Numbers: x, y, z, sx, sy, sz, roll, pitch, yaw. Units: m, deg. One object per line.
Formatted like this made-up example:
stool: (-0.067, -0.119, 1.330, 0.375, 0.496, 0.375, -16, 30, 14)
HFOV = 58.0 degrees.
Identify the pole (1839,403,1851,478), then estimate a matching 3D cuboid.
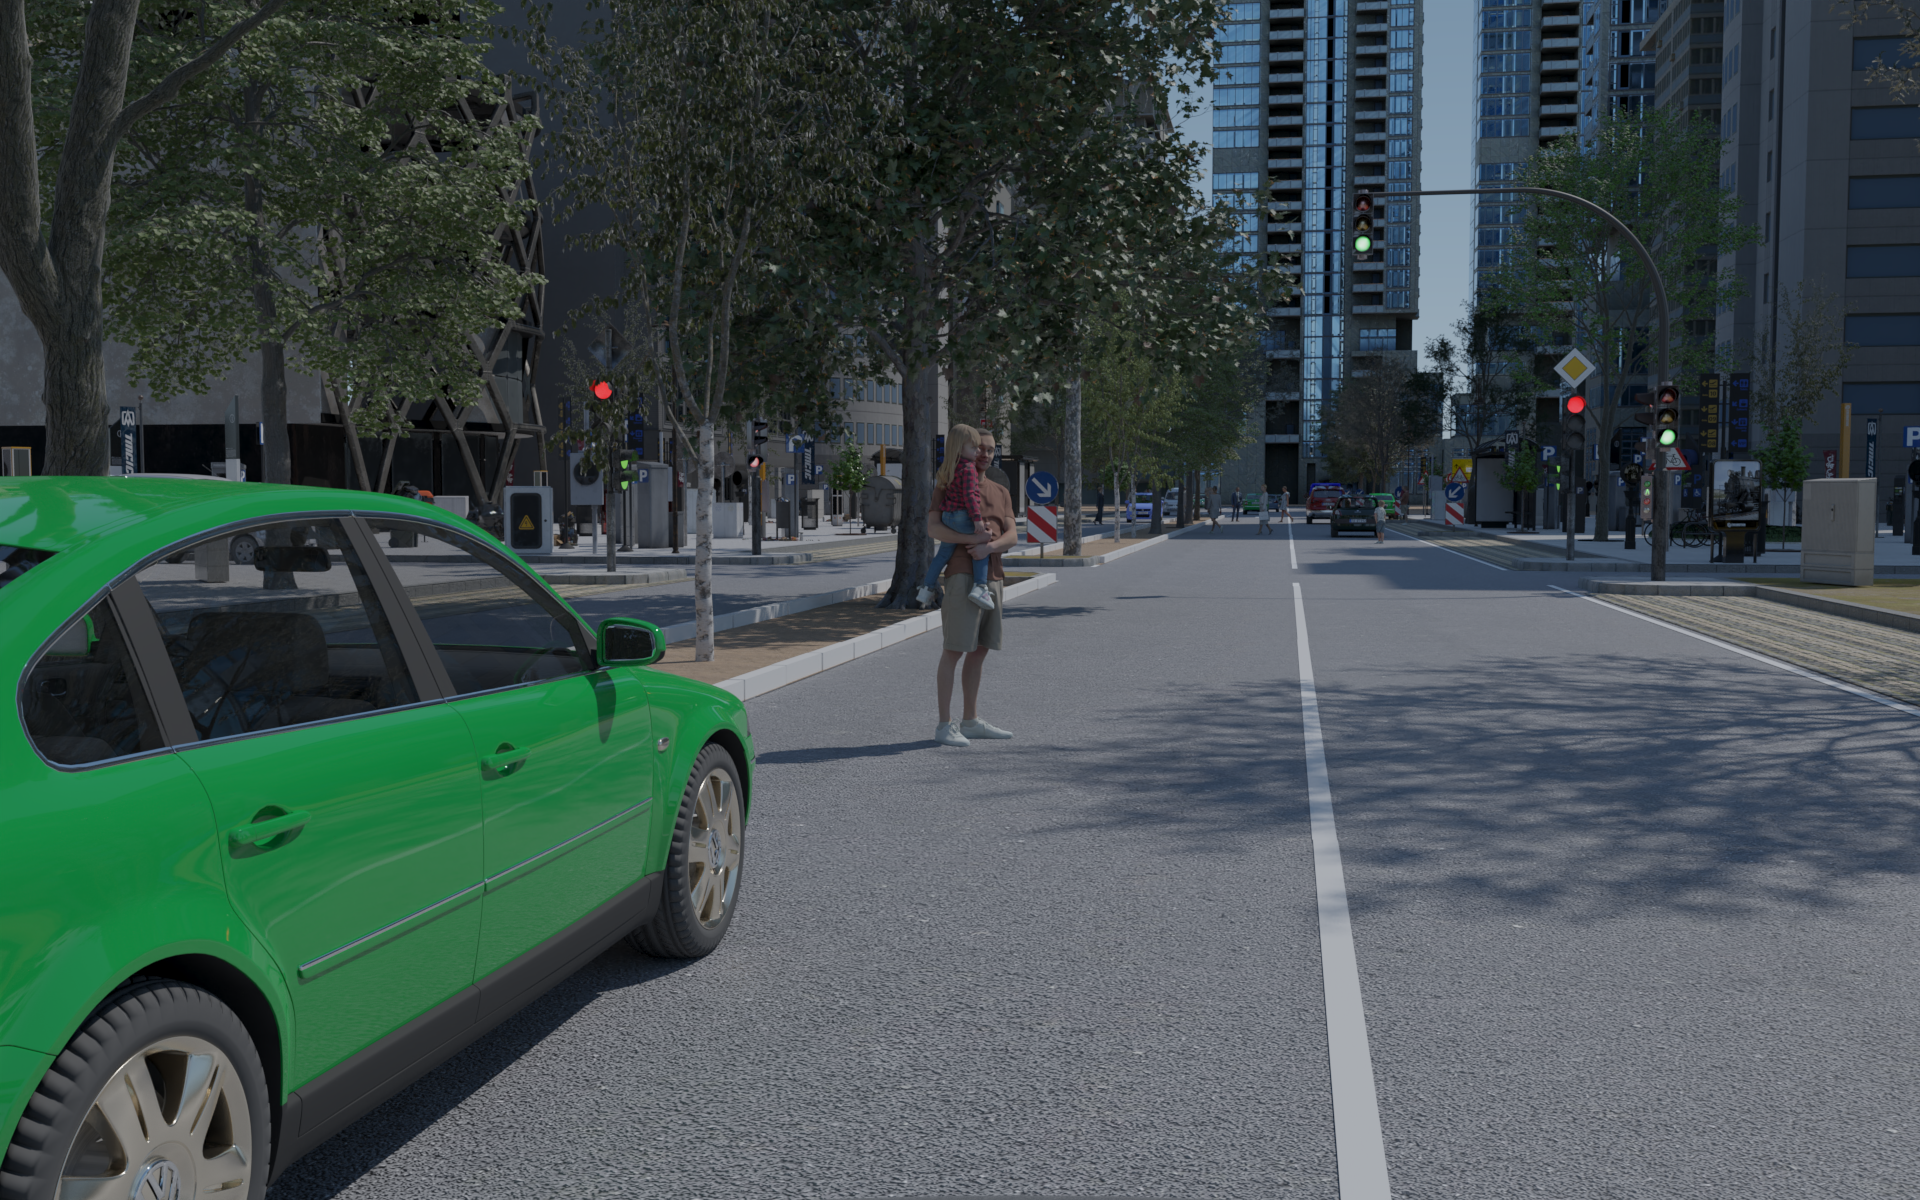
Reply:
pole: (19.882, -2.759, 38.953, 0.158, 3.312, 0.155, 0, 3, 0)

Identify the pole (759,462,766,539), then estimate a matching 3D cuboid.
pole: (-5.671, -3.408, 49.564, 0.158, 3.312, 0.155, 0, 3, 0)

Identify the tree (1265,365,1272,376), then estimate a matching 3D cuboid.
tree: (12.720, -10.014, 91.933, 9.928, 11.665, 9.643, 0, 3, 0)

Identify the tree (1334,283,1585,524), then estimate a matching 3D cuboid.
tree: (22.114, -8.549, 74.192, 8.767, 10.594, 7.601, -2, 4, -33)

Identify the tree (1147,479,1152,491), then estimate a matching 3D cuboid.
tree: (20.918, -11.717, 186.168, 1.663, 3.219, 1.824, 0, 3, 0)

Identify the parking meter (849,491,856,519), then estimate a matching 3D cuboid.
parking meter: (-5.474, -4.892, 88.399, 0.372, 1.533, 0.369, 0, 3, 0)

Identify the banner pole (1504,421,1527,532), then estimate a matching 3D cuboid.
banner pole: (19.109, -4.250, 59.498, 0.863, 3.779, 0.401, 2, 4, 28)

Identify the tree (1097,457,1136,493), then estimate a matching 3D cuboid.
tree: (13.494, -10.050, 148.028, 4.285, 4.588, 4.351, 0, 3, 0)

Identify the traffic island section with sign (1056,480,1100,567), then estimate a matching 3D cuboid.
traffic island section with sign: (1.747, -1.643, 34.994, 2.006, 1.907, 1.989, 1, 4, 11)

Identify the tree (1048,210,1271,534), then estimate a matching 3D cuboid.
tree: (6.982, -8.650, 62.015, 7.486, 12.596, 7.792, 0, 3, 0)

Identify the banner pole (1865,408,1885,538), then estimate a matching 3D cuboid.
banner pole: (26.640, -3.698, 50.483, 0.863, 3.779, 0.401, -2, 4, -29)

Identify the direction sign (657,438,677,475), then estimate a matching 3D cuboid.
direction sign: (-11.781, -4.756, 69.759, 0.876, 3.537, 0.379, 1, 4, 20)

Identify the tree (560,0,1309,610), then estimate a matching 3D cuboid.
tree: (-0.534, -6.242, 21.520, 9.611, 12.733, 9.660, 0, 3, 0)

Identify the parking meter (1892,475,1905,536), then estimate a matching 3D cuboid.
parking meter: (28.810, -2.901, 53.144, 0.255, 1.863, 0.399, 3, 4, 37)

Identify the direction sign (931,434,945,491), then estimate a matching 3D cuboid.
direction sign: (-0.998, -4.521, 65.917, 0.876, 3.537, 0.379, 1, 4, 19)

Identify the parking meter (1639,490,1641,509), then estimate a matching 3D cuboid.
parking meter: (40.890, -5.831, 103.750, 0.372, 1.533, 0.369, 0, 3, 0)

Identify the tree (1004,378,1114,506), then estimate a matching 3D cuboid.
tree: (6.018, -10.303, 102.866, 7.601, 10.594, 8.767, 1, 4, 13)

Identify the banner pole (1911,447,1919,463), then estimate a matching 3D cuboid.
banner pole: (37.198, -4.723, 67.233, 0.401, 3.779, 0.863, -1, 4, -11)

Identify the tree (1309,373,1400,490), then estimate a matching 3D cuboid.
tree: (41.206, -16.614, 178.286, 9.857, 13.997, 8.962, 0, 3, 0)

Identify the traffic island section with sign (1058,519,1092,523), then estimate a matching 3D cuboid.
traffic island section with sign: (5.634, -4.823, 87.480, 1.989, 1.847, 2.006, 1, 4, 11)

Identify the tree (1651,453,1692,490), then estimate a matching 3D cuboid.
tree: (29.811, -4.768, 72.551, 1.663, 3.219, 1.824, 0, 3, 0)

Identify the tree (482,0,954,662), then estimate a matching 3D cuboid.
tree: (-2.149, -3.788, 14.751, 4.360, 8.622, 3.978, 0, 3, 0)

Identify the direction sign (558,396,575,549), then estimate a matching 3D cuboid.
direction sign: (-9.224, -2.967, 40.507, 0.379, 3.537, 0.876, -2, 4, -31)

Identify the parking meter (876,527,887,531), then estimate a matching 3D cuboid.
parking meter: (-2.751, -3.348, 60.449, 0.399, 1.863, 0.255, 2, 4, 32)

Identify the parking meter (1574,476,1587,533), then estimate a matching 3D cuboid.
parking meter: (20.297, -3.117, 56.672, 0.399, 1.863, 0.255, 1, 4, 23)

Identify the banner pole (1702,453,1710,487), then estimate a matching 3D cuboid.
banner pole: (33.546, -5.391, 78.153, 0.863, 3.779, 0.401, 0, 4, -2)

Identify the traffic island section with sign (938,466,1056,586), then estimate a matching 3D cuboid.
traffic island section with sign: (0.366, -1.198, 27.716, 2.006, 1.907, 1.989, 1, 4, 11)

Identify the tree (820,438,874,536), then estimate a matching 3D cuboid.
tree: (-3.322, -3.631, 53.963, 1.663, 3.219, 1.824, 0, 3, 0)

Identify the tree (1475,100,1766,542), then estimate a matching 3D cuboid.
tree: (17.385, -7.374, 46.317, 9.928, 11.665, 9.643, 0, 3, 0)

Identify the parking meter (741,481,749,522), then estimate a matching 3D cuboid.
parking meter: (-9.765, -4.461, 78.649, 0.399, 1.863, 0.255, 0, 4, 7)

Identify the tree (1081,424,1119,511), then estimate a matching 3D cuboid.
tree: (10.586, -11.044, 130.926, 4.360, 8.622, 3.978, 0, 3, 0)

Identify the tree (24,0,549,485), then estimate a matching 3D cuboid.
tree: (-9.655, -6.419, 23.081, 7.486, 12.596, 7.792, 0, 3, 0)

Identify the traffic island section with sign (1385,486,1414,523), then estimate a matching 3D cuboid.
traffic island section with sign: (21.651, -4.710, 85.637, 1.989, 1.847, 2.006, 1, 4, 11)

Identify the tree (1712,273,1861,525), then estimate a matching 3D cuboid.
tree: (27.631, -6.564, 57.680, 4.360, 8.622, 3.978, 0, 3, 0)

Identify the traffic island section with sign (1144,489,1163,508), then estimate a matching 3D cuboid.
traffic island section with sign: (14.867, -7.816, 136.424, 1.989, 1.847, 2.006, 1, 4, 11)

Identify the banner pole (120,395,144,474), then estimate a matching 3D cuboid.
banner pole: (-20.826, -3.285, 43.720, 0.401, 3.779, 0.863, 2, 4, 24)

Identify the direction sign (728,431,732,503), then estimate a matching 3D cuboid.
direction sign: (-8.050, -4.206, 60.757, 0.379, 3.537, 0.876, 0, 4, 0)

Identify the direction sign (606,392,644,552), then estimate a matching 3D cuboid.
direction sign: (-7.463, -2.843, 38.481, 0.876, 3.537, 0.379, -1, 4, -13)

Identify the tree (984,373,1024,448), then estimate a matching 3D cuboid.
tree: (1.414, -8.206, 84.537, 4.360, 8.622, 3.978, 0, 3, 0)

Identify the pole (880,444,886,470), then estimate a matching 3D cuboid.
pole: (-3.151, -4.714, 70.919, 0.158, 3.312, 0.155, 0, 3, 0)

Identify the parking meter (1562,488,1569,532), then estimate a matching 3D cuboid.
parking meter: (20.362, -3.031, 57.966, 0.372, 1.533, 0.369, 0, 3, 0)

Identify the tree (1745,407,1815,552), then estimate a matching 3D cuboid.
tree: (18.443, -2.693, 38.627, 1.663, 3.219, 1.824, 0, 3, 0)

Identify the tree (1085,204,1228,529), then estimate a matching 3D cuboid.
tree: (9.176, -9.709, 71.576, 12.009, 13.543, 11.850, 0, 3, 0)

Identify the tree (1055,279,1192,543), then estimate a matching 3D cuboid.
tree: (5.670, -6.315, 56.073, 4.737, 8.622, 4.395, 0, 3, 0)

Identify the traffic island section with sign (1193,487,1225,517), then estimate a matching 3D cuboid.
traffic island section with sign: (15.649, -6.159, 108.840, 2.006, 1.907, 1.989, 1, 4, 11)

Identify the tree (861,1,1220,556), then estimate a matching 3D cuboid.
tree: (1.518, -11.102, 39.856, 12.611, 20.169, 13.585, 0, 3, 0)

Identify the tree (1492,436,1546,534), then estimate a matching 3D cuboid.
tree: (18.415, -3.773, 56.289, 1.663, 3.219, 1.824, 0, 3, 0)

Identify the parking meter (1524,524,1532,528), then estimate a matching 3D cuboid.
parking meter: (21.490, -3.659, 65.533, 0.255, 1.863, 0.399, -1, 4, -14)

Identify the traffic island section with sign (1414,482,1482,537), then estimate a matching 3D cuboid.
traffic island section with sign: (16.610, -3.070, 58.829, 1.989, 1.847, 2.006, 1, 4, 11)

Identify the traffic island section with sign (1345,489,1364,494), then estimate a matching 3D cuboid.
traffic island section with sign: (30.663, -7.634, 133.450, 1.989, 1.847, 2.006, 1, 4, 11)

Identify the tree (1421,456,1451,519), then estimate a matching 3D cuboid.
tree: (24.371, -5.744, 88.513, 1.663, 3.219, 1.824, 0, 3, 0)

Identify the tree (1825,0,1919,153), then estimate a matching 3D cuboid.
tree: (10.382, -6.268, 12.860, 12.009, 13.543, 11.850, 0, 3, 0)

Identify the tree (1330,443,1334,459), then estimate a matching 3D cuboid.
tree: (40.197, -14.317, 168.493, 8.767, 10.594, 7.601, 1, 4, 17)

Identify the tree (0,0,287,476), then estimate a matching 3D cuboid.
tree: (-3.716, -4.815, 6.940, 9.928, 11.665, 9.643, 0, 3, 0)
